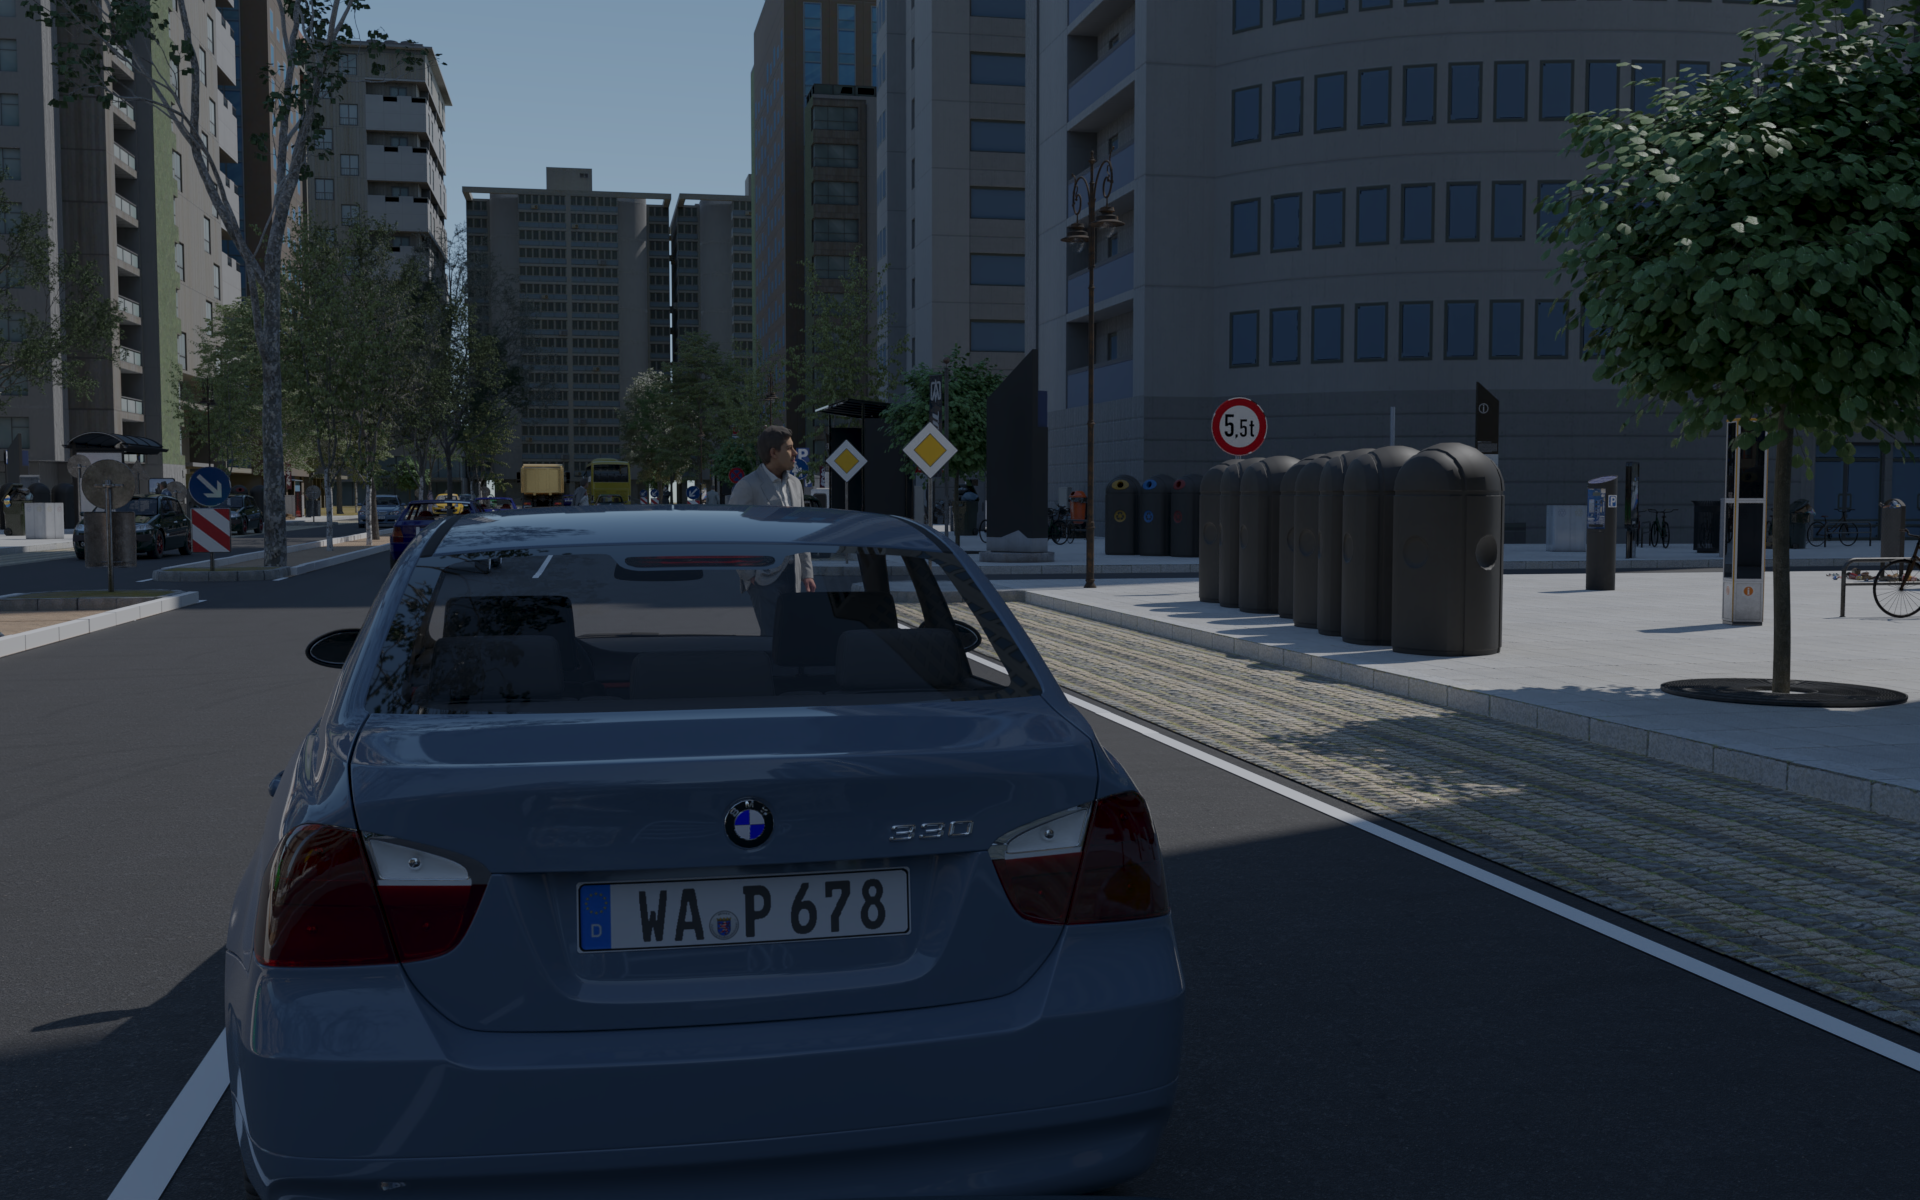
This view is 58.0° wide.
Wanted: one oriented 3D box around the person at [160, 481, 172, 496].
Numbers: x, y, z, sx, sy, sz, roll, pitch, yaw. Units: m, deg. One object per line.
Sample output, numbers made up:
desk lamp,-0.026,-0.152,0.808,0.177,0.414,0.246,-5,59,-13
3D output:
person,-23.431,-2.591,51.040,0.419,1.800,0.721,-1,4,-16

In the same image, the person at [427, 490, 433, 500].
person,-39.798,-7.396,130.092,0.621,1.740,0.551,-1,4,-17

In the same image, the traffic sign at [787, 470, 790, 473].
traffic sign,-6.310,-3.696,60.538,0.768,2.556,0.104,0,4,-3

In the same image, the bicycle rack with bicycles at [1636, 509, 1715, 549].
bicycle rack with bicycles,17.295,-1.730,41.670,2.852,0.926,2.925,2,4,29

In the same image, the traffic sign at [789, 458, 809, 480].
traffic sign,-5.798,-3.781,61.931,0.768,2.556,0.104,0,4,-8

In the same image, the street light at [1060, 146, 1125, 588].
street light,1.778,-3.102,23.503,0.468,5.910,1.993,-1,4,-12

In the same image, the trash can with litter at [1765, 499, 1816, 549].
trash can with litter,19.337,-1.776,40.428,1.055,1.170,0.624,-1,4,-12

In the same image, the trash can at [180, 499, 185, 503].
trash can,-37.413,-4.356,82.871,0.748,1.137,0.748,0,3,0

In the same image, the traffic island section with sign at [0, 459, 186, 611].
traffic island section with sign,-11.013,-0.853,22.089,2.006,1.907,1.989,-1,4,-12

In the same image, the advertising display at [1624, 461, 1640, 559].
advertising display,13.444,-1.801,34.660,0.123,1.923,0.974,2,4,30

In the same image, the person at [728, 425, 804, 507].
person,-1.199,-0.133,10.517,0.795,1.843,0.661,3,5,40

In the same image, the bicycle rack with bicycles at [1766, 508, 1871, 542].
bicycle rack with bicycles,20.956,-1.805,42.894,2.925,0.926,2.852,-2,4,-28

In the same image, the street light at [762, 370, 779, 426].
street light,-7.072,-5.624,64.736,0.468,5.910,1.993,-1,4,-12

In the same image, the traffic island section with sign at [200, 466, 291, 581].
traffic island section with sign,-12.550,-1.297,29.335,2.006,1.907,1.989,-1,4,-12

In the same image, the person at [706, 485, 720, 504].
person,-10.503,-3.986,73.764,0.635,1.810,0.391,0,4,4

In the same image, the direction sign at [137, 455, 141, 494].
direction sign,-38.591,-5.470,81.432,0.379,3.537,0.876,-2,4,-34

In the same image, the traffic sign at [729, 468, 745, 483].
traffic sign,-10.727,-5.085,83.243,0.768,2.556,0.104,0,4,-4

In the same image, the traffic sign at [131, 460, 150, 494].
traffic sign,-30.910,-3.983,65.124,0.884,2.594,0.081,0,4,-7

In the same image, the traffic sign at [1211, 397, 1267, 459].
traffic sign,3.664,-1.392,22.863,0.768,2.556,0.104,-1,4,-10

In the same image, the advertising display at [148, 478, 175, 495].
advertising display,-31.536,-3.869,68.469,0.974,1.923,0.123,-1,4,-14

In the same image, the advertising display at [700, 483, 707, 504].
advertising display,-15.365,-6.020,103.643,0.123,1.923,0.974,1,4,10

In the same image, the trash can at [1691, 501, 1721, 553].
trash can,16.270,-1.589,37.635,0.748,1.137,0.748,0,3,0

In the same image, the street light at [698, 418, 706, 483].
street light,-15.740,-8.108,105.357,0.468,5.910,1.993,-1,4,-12

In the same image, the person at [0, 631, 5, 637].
person,-9.147,-0.202,16.067,0.640,1.303,0.475,1,4,11

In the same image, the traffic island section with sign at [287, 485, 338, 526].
traffic island section with sign,-29.442,-4.296,78.861,1.989,1.847,2.006,-1,4,-12

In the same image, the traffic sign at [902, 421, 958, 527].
traffic sign,-0.418,-1.246,24.019,0.795,2.450,0.064,-1,4,-12

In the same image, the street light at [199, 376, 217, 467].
street light,-29.544,-5.834,68.168,0.468,5.910,1.993,-1,4,-12

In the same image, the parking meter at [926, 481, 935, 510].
parking meter,-1.306,-4.331,76.529,0.399,1.863,0.255,0,4,7

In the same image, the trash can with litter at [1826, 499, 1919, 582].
trash can with litter,13.851,-0.909,25.924,1.678,1.210,2.233,0,4,-1

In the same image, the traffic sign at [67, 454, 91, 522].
traffic sign,-28.167,-3.382,55.401,0.768,2.556,0.104,0,4,-2

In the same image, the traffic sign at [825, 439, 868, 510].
traffic sign,-2.085,-1.724,31.829,0.795,2.450,0.064,-1,4,-12

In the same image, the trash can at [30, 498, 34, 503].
trash can,-33.075,-3.023,61.083,0.748,1.137,0.748,0,3,0

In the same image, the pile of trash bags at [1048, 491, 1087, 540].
pile of trash bags,2.942,-2.454,49.881,1.912,1.369,3.447,-1,4,-16

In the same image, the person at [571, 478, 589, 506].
person,-9.379,-2.099,42.922,0.850,1.850,0.679,0,4,-3

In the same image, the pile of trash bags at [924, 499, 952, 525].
pile of trash bags,-0.647,-3.937,74.115,3.447,1.369,1.912,2,4,24

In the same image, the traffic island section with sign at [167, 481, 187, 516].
traffic island section with sign,-23.805,-2.680,52.449,1.989,1.847,2.006,-1,4,-12

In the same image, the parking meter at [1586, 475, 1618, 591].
parking meter,8.562,-0.899,23.114,0.372,1.533,0.369,0,3,0

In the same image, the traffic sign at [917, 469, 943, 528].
traffic sign,-0.711,-2.651,43.342,0.884,2.594,0.081,0,4,-7

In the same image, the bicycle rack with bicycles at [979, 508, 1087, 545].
bicycle rack with bicycles,2.131,-1.915,44.686,2.852,0.926,2.925,-2,4,-26

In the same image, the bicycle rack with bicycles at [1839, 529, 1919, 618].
bicycle rack with bicycles,10.430,-0.237,17.261,2.925,0.926,2.852,-1,4,-11

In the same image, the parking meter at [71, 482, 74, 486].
parking meter,-40.481,-4.500,79.293,0.399,1.863,0.255,3,4,37

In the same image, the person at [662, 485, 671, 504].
person,-14.772,-4.820,86.670,0.648,1.900,0.474,3,4,38

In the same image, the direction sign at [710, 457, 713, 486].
direction sign,-15.219,-6.974,106.026,0.379,3.537,0.876,-1,4,-17

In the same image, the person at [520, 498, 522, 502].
person,-30.020,-6.846,120.561,1.348,1.807,0.705,1,4,12

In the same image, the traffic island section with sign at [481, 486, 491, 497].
traffic island section with sign,-28.244,-5.791,102.823,2.006,1.907,1.989,-1,4,-12
